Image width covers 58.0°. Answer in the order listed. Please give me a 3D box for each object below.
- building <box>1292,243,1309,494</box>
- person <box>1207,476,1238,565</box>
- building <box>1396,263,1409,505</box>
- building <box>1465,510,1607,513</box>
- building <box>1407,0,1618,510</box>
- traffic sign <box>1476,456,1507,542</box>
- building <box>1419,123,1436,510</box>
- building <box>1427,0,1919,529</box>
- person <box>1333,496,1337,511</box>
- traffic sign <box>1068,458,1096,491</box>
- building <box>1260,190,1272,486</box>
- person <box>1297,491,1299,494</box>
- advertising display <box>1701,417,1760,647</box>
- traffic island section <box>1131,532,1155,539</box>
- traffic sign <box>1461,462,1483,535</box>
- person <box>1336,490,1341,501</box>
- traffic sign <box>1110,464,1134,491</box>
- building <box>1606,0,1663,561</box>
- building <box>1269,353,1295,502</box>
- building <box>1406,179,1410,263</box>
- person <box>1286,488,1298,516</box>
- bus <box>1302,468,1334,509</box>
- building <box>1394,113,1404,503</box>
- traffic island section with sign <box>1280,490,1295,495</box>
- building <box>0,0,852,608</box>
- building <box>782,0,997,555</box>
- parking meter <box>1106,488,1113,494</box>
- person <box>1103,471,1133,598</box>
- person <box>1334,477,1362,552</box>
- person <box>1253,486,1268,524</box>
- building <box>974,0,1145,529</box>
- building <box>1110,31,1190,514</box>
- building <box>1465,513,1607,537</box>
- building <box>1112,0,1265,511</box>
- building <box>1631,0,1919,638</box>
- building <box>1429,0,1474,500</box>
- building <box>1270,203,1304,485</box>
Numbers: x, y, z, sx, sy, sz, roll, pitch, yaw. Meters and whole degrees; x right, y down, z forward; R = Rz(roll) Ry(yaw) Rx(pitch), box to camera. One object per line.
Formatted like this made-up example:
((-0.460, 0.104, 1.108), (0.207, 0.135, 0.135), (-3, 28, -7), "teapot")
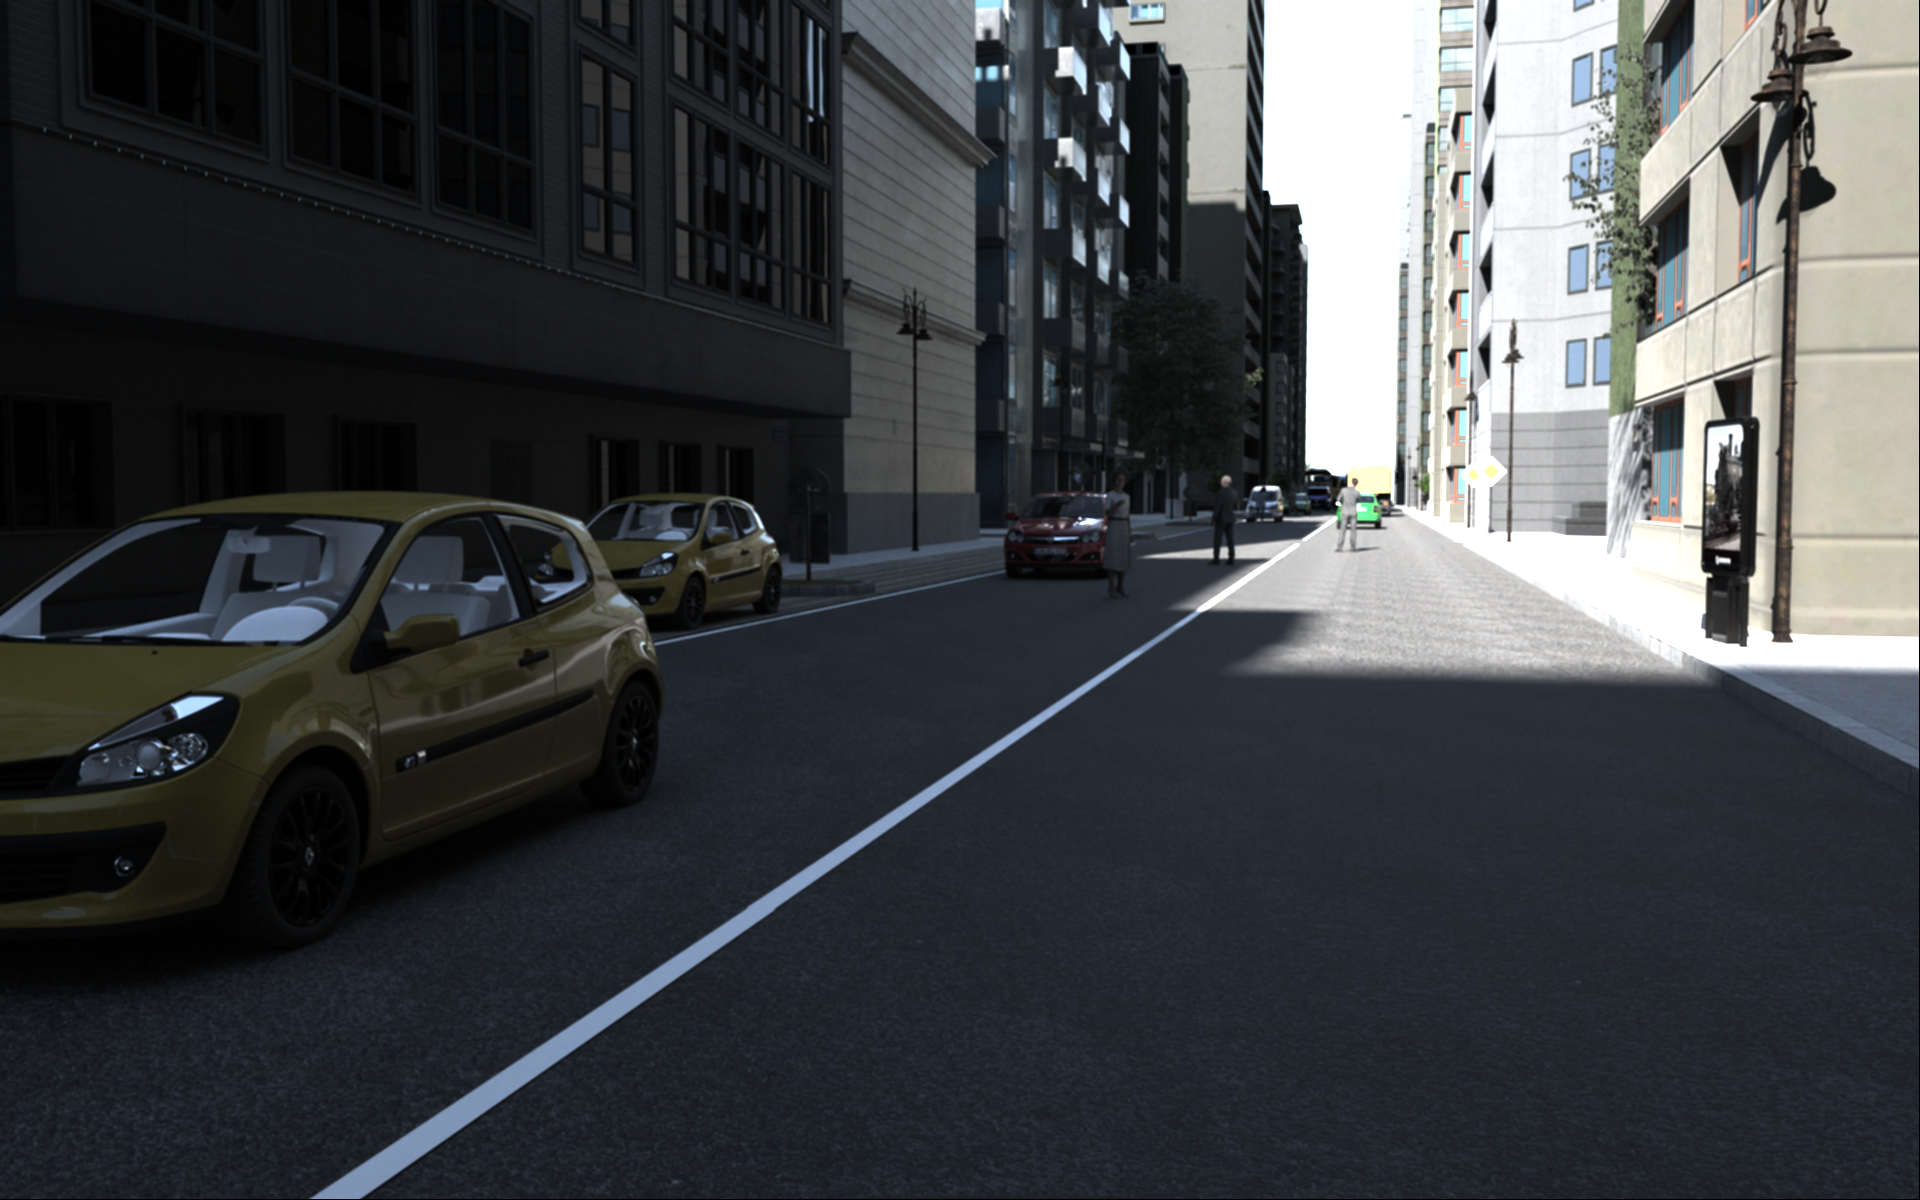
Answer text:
((48.001, -36.244, 276.184), (14.154, 41.232, 14.086), (1, 4, 13), "building")
((5.337, -1.627, 35.280), (0.661, 1.801, 0.590), (-3, 4, -36), "person")
((61.687, -27.137, 215.386), (14.160, 30.474, 14.107), (1, 4, 13), "building")
((52.264, -37.498, 155.098), (21.231, 58.520, 28.212), (1, 4, 13), "building")
((58.368, -39.226, 183.338), (21.231, 58.520, 28.212), (1, 4, 13), "building")
((14.180, -2.608, 46.284), (0.795, 2.450, 0.064), (1, 4, 13), "traffic sign")
((43.543, -22.300, 136.313), (14.160, 30.474, 14.107), (1, 4, 13), "building")
((37.878, -14.675, 84.972), (27.650, 21.520, 28.899), (1, 4, 13), "building")
((31.218, -8.050, 143.299), (0.628, 1.438, 0.799), (1, 4, 17), "person")
((3.439, -2.765, 48.849), (0.795, 2.450, 0.064), (1, 4, 13), "traffic sign")
((21.083, -23.710, 159.360), (14.160, 30.474, 14.107), (1, 4, 13), "building")
((37.632, -11.283, 192.991), (0.705, 1.823, 1.348), (1, 4, 18), "person")
((6.610, -0.592, 14.899), (0.123, 1.923, 0.974), (0, 4, 5), "advertising display")
((5.261, -2.104, 56.685), (2.009, 0.180, 2.903), (1, 4, 13), "traffic island section")
((16.027, -3.083, 54.054), (0.795, 2.450, 0.064), (1, 4, 13), "traffic sign")
((28.869, -7.458, 131.148), (0.721, 1.735, 1.217), (-2, 4, -24), "person")
((5.285, -3.240, 56.618), (0.795, 2.450, 0.064), (1, 4, 13), "traffic sign")
((21.006, -16.178, 36.204), (14.160, 30.474, 14.107), (1, 4, 13), "building")
((29.470, -23.489, 229.080), (27.650, 21.520, 28.899), (1, 4, 13), "building")
((72.268, -37.704, 236.067), (23.786, 49.044, 30.456), (1, 4, 13), "building")
((22.141, -6.539, 115.514), (0.694, 1.812, 0.767), (-3, 4, -38), "person")
((34.478, -10.688, 166.291), (2.896, 3.916, 12.252), (1, 4, 13), "bus")
((77.699, -44.243, 265.368), (21.231, 58.520, 28.212), (1, 4, 13), "building")
((34.639, -10.498, 180.272), (1.989, 1.847, 2.006), (1, 4, 13), "traffic island section with sign")
((-11.609, -14.144, 24.768), (14.314, 27.812, 24.014), (1, 4, 13), "building")
((-11.699, -15.744, 44.802), (23.554, 28.519, 14.401), (1, 4, 13), "building")
((5.892, -3.625, 67.687), (0.372, 1.533, 0.369), (0, 3, 0), "parking meter")
((2.237, -0.914, 24.022), (0.480, 1.755, 0.524), (-3, 4, -37), "person")
((9.656, -2.127, 43.077), (0.655, 1.846, 0.447), (1, 4, 12), "person")
((14.182, -4.468, 81.822), (0.793, 1.790, 0.793), (-1, 4, -8), "person")
((-4.574, -27.980, 77.088), (23.786, 49.044, 30.456), (1, 4, 13), "building")
((7.120, -20.867, 112.873), (14.160, 30.474, 14.107), (1, 4, 13), "building")
((32.244, -31.496, 56.962), (28.212, 58.520, 21.231), (1, 4, 13), "building")
((13.450, -31.719, 142.301), (21.300, 48.544, 21.600), (1, 4, 13), "building")
((19.574, -9.878, 6.551), (27.650, 21.520, 28.899), (1, 4, 13), "building")
((39.530, -26.572, 118.045), (14.154, 41.232, 14.086), (1, 4, 13), "building")
((39.003, -36.766, 255.742), (22.147, 44.769, 28.867), (1, 4, 13), "building")
